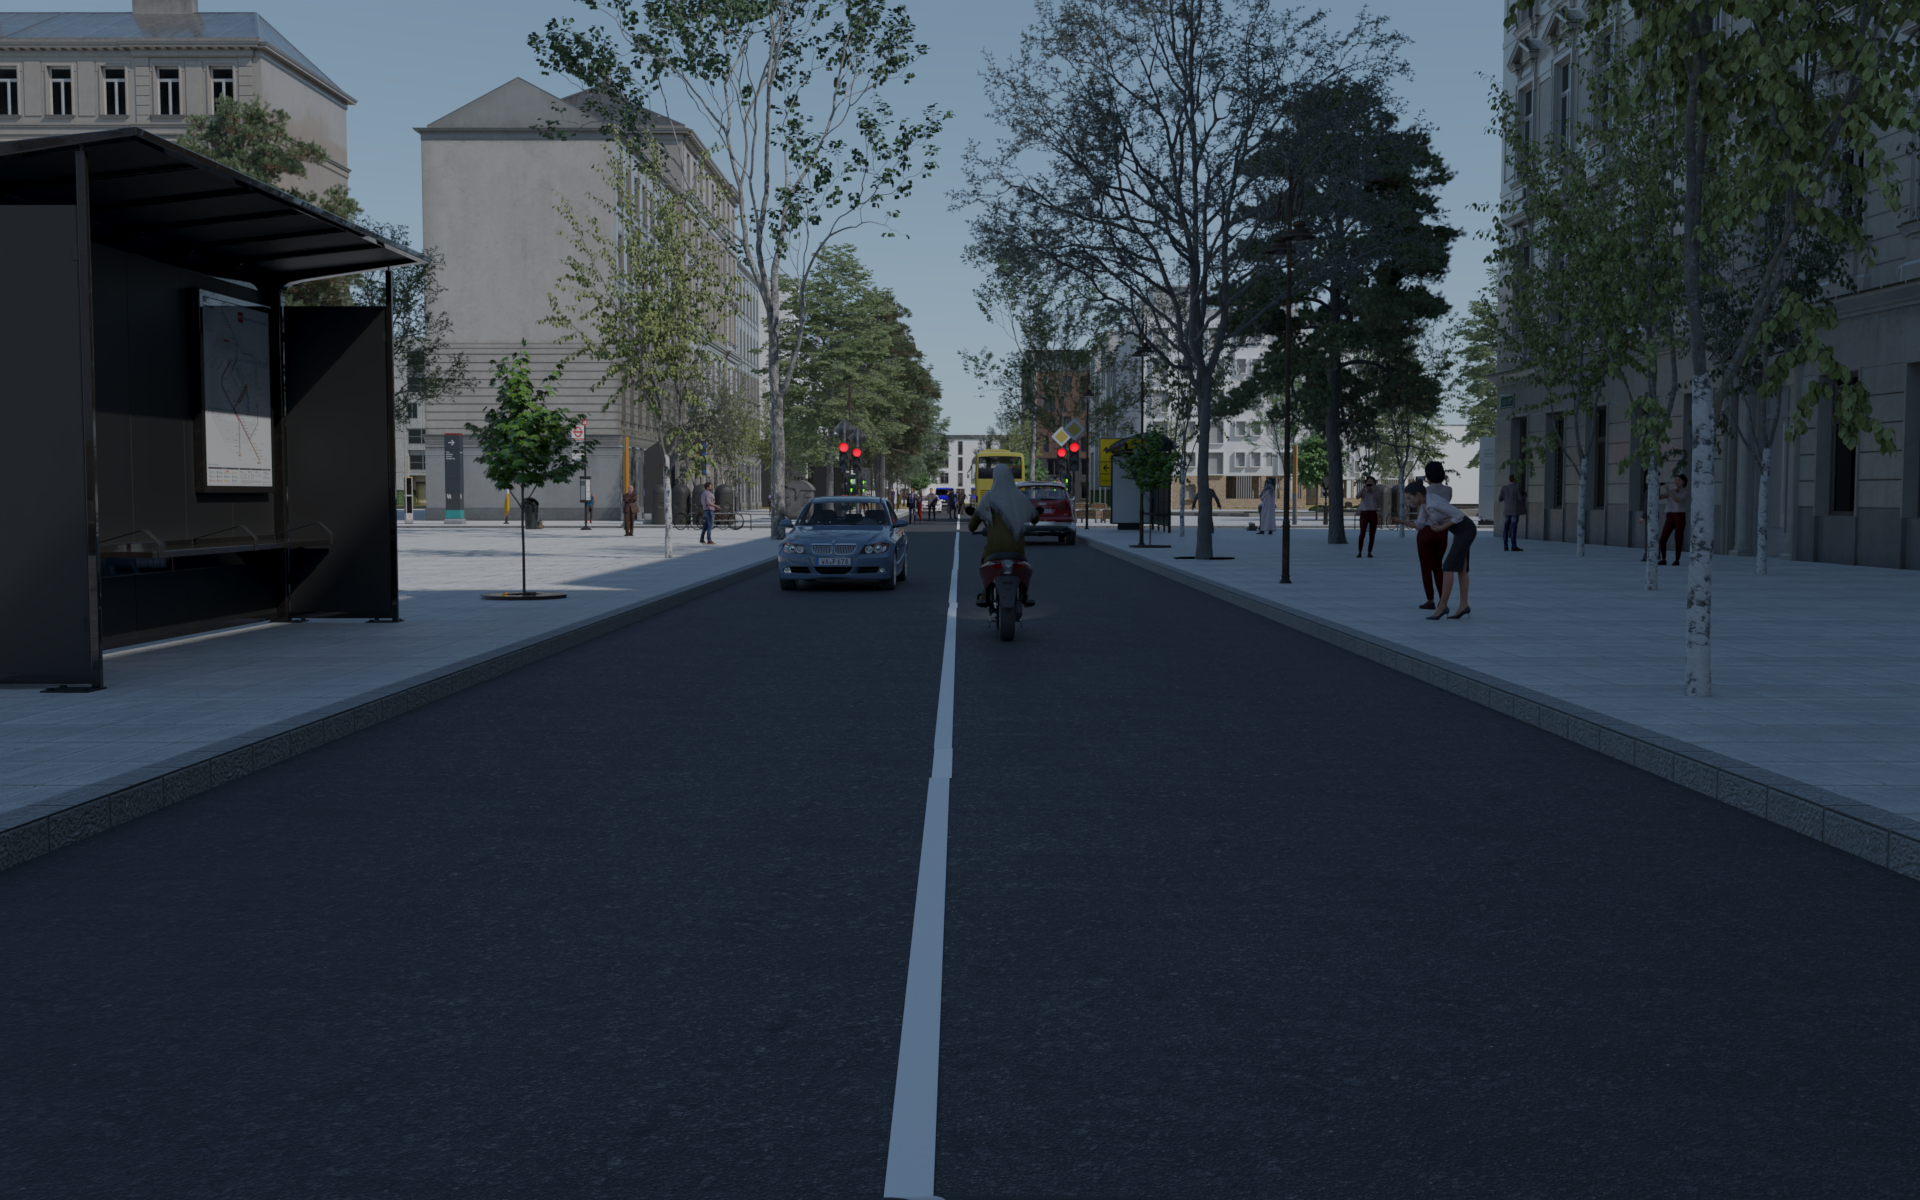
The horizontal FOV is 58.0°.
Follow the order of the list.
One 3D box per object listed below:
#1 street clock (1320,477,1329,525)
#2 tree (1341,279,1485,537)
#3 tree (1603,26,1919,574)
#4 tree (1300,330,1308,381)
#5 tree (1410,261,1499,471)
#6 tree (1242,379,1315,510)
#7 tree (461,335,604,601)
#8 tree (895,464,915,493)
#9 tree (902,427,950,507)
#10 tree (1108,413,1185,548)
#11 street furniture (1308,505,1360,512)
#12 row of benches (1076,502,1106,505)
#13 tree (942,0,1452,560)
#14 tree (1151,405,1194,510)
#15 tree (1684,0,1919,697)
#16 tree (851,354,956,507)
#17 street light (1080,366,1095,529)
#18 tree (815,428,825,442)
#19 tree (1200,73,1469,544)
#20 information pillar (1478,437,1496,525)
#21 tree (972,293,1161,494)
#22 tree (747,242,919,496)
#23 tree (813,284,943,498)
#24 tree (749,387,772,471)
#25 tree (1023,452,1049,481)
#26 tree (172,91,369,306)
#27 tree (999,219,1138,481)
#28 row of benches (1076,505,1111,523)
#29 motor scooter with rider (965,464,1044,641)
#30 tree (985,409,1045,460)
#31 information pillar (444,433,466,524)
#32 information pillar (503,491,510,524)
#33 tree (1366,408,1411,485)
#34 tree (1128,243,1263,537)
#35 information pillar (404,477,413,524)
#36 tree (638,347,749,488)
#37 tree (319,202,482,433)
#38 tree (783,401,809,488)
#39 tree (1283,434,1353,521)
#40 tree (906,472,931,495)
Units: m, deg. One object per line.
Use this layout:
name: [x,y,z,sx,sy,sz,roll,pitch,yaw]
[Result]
street clock: [15.187,-4.118,71.891,0.471,2.002,0.358,0,4,6]
tree: [13.111,-6.150,50.914,4.360,8.622,3.978,0,3,0]
tree: [12.788,-4.733,27.744,4.360,8.622,3.978,0,3,0]
tree: [13.665,-6.626,58.692,4.360,8.622,3.978,0,3,0]
tree: [26.717,-10.020,81.956,7.486,12.596,7.792,0,3,0]
tree: [26.505,-13.118,140.238,9.928,11.665,9.643,0,3,0]
tree: [-5.349,-1.623,21.140,1.663,3.219,1.824,0,3,0]
tree: [-5.723,-14.671,190.225,4.360,8.622,3.978,0,3,0]
tree: [-5.506,-14.673,174.321,8.767,10.594,7.601,-2,4,-34]
tree: [4.638,-2.865,41.438,1.663,3.219,1.824,0,3,0]
street furniture: [30.280,-6.995,129.997,10.072,0.657,5.734,-1,4,-16]
row of benches: [8.746,-6.853,127.511,4.104,0.672,1.422,1,4,13]
tree: [4.751,-7.550,33.806,12.009,13.543,11.850,0,3,0]
tree: [16.543,-11.444,137.479,4.737,8.622,4.395,0,3,0]
tree: [4.868,-3.684,10.600,4.737,8.622,4.395,0,3,0]
tree: [-6.013,-14.692,146.869,9.857,13.997,8.962,0,3,0]
street light: [4.619,-5.511,62.890,0.468,5.910,1.993,0,3,0]
tree: [-12.502,-10.864,127.990,4.360,8.622,3.978,0,3,0]
tree: [9.644,-7.484,44.419,6.751,12.117,7.091,0,3,0]
information pillar: [22.079,-4.868,70.907,1.656,3.620,0.184,2,4,35]
tree: [5.259,-8.873,79.487,8.767,10.594,7.601,1,4,18]
tree: [-5.704,-9.777,77.983,7.486,12.596,7.792,0,3,0]
tree: [-4.885,-12.017,103.894,7.806,13.903,7.818,0,3,0]
tree: [-12.568,-8.592,90.842,4.360,8.622,3.978,0,3,0]
tree: [5.173,-9.143,133.209,4.285,4.588,4.351,0,3,0]
tree: [-19.398,-7.604,46.386,6.751,12.117,7.091,0,3,0]
tree: [5.838,-15.989,117.312,12.611,20.169,13.585,0,3,0]
row of benches: [6.882,-3.725,76.360,4.104,0.672,1.422,2,4,32]
motor scooter with rider: [0.486,-0.521,17.488,0.876,1.779,1.986,0,4,0]
tree: [4.563,-12.585,156.131,4.737,8.622,4.395,0,3,0]
information pillar: [-21.544,-5.163,73.799,0.750,3.857,0.750,0,4,-1]
information pillar: [-19.416,-5.062,74.118,0.183,3.616,0.504,-2,4,-30]
tree: [35.319,-13.435,137.784,7.486,12.596,7.792,0,3,0]
tree: [6.916,-6.213,51.943,4.360,8.622,3.978,0,3,0]
information pillar: [-23.702,-4.277,74.425,0.304,2.012,0.304,-2,4,-31]
tree: [-13.089,-8.161,83.799,4.360,8.622,3.978,0,3,0]
tree: [-19.469,-7.450,56.214,8.767,10.594,7.601,1,4,14]
tree: [-12.753,-10.291,118.625,4.360,8.622,3.978,0,3,0]
tree: [17.073,-6.086,83.218,4.285,4.588,4.351,0,3,0]
tree: [-4.920,-13.203,199.577,4.285,4.588,4.351,0,3,0]
